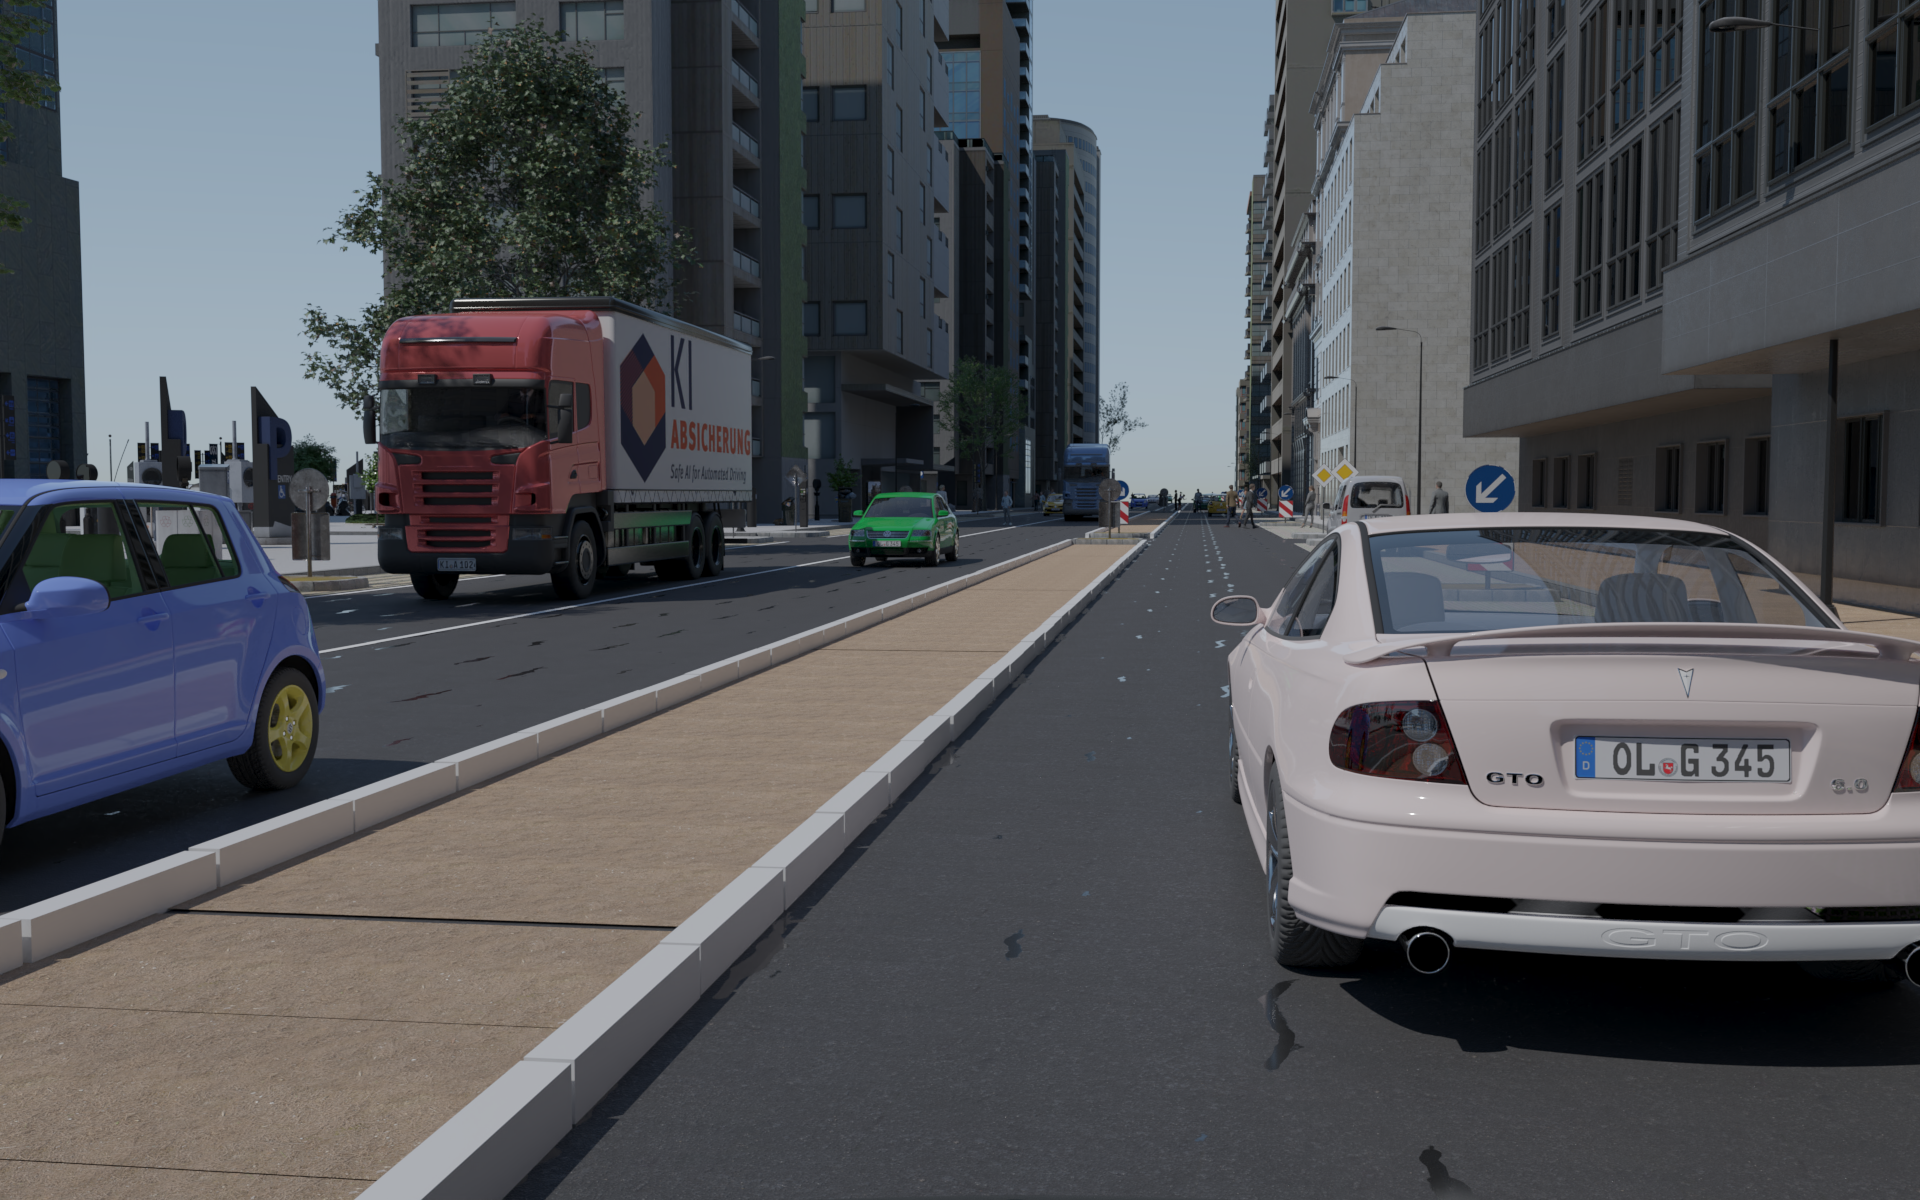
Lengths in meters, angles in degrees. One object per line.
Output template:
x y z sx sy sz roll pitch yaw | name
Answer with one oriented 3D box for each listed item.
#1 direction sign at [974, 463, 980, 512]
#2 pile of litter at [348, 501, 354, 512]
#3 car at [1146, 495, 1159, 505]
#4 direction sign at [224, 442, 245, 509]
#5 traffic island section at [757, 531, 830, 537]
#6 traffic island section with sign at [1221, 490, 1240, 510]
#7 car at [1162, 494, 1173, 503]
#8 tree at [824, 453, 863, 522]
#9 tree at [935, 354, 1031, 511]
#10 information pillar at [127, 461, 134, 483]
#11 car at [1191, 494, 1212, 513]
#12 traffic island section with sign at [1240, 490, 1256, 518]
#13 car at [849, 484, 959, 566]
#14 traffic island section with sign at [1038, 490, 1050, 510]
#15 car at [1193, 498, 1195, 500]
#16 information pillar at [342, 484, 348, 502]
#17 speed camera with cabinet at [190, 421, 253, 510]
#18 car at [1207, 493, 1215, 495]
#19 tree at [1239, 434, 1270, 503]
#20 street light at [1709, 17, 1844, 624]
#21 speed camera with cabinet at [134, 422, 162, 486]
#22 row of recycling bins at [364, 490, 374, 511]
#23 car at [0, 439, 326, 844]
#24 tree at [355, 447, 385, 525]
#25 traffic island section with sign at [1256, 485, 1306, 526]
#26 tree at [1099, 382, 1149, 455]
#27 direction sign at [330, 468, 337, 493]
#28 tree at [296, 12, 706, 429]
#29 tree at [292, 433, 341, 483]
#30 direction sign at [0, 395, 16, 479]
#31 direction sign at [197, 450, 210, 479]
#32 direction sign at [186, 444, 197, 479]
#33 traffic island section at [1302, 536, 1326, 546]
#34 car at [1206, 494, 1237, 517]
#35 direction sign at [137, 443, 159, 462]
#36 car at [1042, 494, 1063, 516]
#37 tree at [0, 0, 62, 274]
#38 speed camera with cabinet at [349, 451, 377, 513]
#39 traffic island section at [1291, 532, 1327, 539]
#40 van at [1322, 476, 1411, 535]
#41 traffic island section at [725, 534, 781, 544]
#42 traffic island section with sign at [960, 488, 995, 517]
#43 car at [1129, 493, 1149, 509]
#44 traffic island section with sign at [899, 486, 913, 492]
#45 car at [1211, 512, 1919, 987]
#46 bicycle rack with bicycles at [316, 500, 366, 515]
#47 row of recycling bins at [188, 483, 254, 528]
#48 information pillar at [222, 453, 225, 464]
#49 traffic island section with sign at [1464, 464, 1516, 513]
1.211 -8.139 125.069 0.379 3.537 0.876 -2 4 -33 | direction sign
-44.728 -6.888 126.584 1.719 0.858 1.176 1 4 16 | pile of litter
25.870 -13.440 232.101 2.083 1.381 4.827 1 4 8 | car
-31.656 -5.118 75.672 0.379 3.537 0.876 3 5 42 | direction sign
-5.586 -2.230 58.746 2.009 0.180 2.903 0 4 8 | traffic island section
28.736 -10.601 181.951 1.989 1.847 2.006 0 4 8 | traffic island section with sign
33.722 -16.712 282.032 1.959 1.807 4.718 0 4 7 | car
-5.621 -5.301 81.280 1.663 3.219 1.824 0 3 0 | tree
1.691 -12.477 129.759 9.928 11.665 9.643 0 3 0 | tree
-58.464 -8.000 122.152 0.504 3.616 0.183 0 4 6 | information pillar
19.043 -7.515 134.671 2.131 1.459 4.920 0 4 7 | car
18.213 -5.906 105.196 1.989 1.847 2.006 0 4 8 | traffic island section with sign
-1.111 -1.650 35.767 1.959 1.807 4.718 0 4 7 | car
7.942 -9.100 157.410 1.989 1.847 2.006 0 4 8 | traffic island section with sign
30.910 -12.826 222.285 1.945 1.354 3.894 1 4 9 | car
-42.916 -7.118 120.870 0.304 2.012 0.304 3 4 38 | information pillar
-19.531 -3.160 45.999 0.660 3.252 2.038 1 4 15 | speed camera with cabinet
24.605 -9.804 169.879 1.945 1.707 3.694 0 4 6 | car
36.420 -16.139 214.231 4.360 8.622 3.978 0 3 0 | tree
8.004 -2.718 16.985 1.470 5.913 1.316 0 4 8 | street light
-22.616 -3.207 46.776 2.038 3.252 0.660 -3 4 -37 | speed camera with cabinet
-45.742 -7.810 134.812 1.069 1.692 3.534 1 4 13 | row of recycling bins
-4.221 0.144 7.235 1.945 1.707 3.694 0 4 7 | car
-23.877 -4.670 70.962 1.663 3.219 1.824 0 3 0 | tree
14.392 -4.200 77.299 1.989 1.847 2.006 0 4 8 | traffic island section with sign
25.311 -26.589 290.618 12.611 20.169 13.585 0 3 0 | tree
-39.879 -7.234 110.265 0.379 3.537 0.876 0 4 7 | direction sign
-10.500 -7.639 41.901 9.611 12.733 9.660 0 3 0 | tree
-34.979 -6.680 92.928 4.285 4.588 4.351 0 3 0 | tree
-21.854 -2.907 39.520 0.379 3.537 0.876 1 4 11 | direction sign
-38.986 -5.948 89.252 0.379 3.537 0.876 3 5 40 | direction sign
-34.893 -5.243 77.713 0.876 3.537 0.379 1 4 14 | direction sign
10.758 -1.601 48.450 2.009 0.180 2.903 0 4 8 | traffic island section
16.693 -6.132 110.485 2.015 1.641 3.980 1 4 9 | car
-35.741 -5.159 76.345 0.876 3.537 0.379 -3 4 -37 | direction sign
6.388 -6.303 113.285 2.015 1.641 3.980 0 4 7 | car
-13.659 -6.108 17.999 7.486 12.596 7.792 0 3 0 | tree
-27.331 -5.280 80.660 2.038 3.252 0.660 -1 4 -23 | speed camera with cabinet
11.842 -2.084 56.361 2.009 0.180 2.903 0 4 8 | traffic island section
9.617 -2.070 40.852 2.013 2.044 4.112 0 4 7 | van
-6.671 -1.746 50.834 2.009 0.180 2.903 0 4 8 | traffic island section
1.111 -6.049 107.531 1.989 1.847 2.006 0 4 8 | traffic island section with sign
17.606 -9.820 170.154 1.945 1.707 3.694 0 4 6 | car
-2.553 -4.416 80.825 1.989 1.847 2.006 0 4 8 | traffic island section with sign
2.014 0.356 6.534 2.083 1.381 4.827 0 4 6 | car
-37.915 -5.700 106.575 2.925 0.926 2.852 0 4 5 | bicycle rack with bicycles
-27.608 -3.610 66.133 3.534 1.692 1.069 -3 5 -40 | row of recycling bins
-40.793 -6.407 96.105 0.183 3.616 0.504 1 4 18 | information pillar
7.061 -0.932 23.866 1.989 1.847 2.006 0 4 8 | traffic island section with sign
